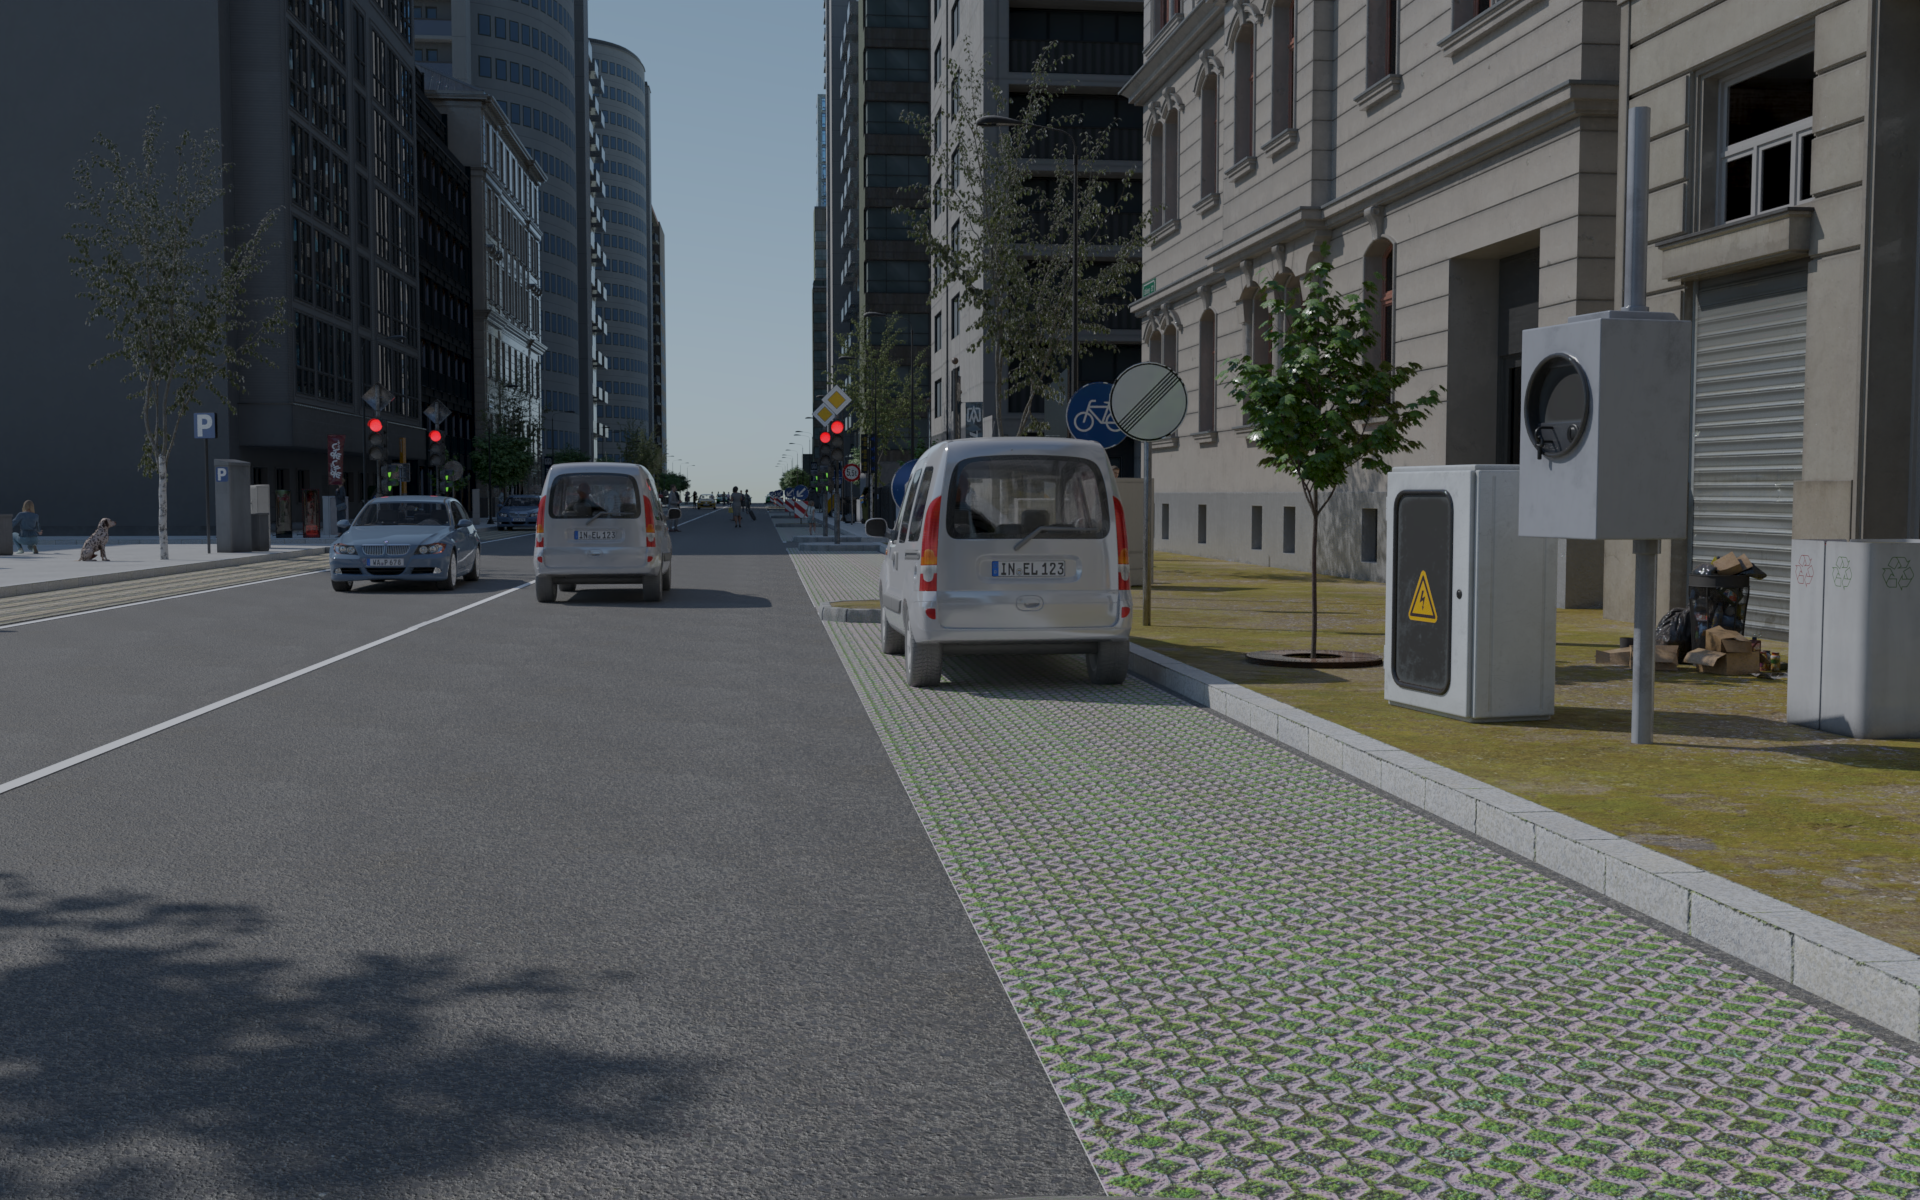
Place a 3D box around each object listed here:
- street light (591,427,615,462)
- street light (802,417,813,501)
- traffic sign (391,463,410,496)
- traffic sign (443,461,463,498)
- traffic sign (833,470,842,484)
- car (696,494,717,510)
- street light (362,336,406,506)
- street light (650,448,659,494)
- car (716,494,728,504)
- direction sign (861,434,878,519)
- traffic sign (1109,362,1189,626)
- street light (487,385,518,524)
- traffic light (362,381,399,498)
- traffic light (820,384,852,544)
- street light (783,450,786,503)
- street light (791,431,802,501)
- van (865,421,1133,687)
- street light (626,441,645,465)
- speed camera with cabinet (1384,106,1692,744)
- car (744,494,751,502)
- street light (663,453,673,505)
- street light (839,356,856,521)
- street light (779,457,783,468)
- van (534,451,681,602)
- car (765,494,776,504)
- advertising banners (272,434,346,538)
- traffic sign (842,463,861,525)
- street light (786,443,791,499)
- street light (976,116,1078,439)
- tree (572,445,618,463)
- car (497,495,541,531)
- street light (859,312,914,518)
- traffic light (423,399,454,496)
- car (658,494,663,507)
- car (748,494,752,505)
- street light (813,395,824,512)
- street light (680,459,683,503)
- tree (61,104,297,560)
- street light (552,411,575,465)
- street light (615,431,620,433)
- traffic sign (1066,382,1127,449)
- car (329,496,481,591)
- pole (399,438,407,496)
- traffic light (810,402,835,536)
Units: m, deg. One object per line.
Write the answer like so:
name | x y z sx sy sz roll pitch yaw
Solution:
street light | -24.749 -8.967 119.155 1.470 5.913 1.316 0 4 -7
street light | -8.617 -8.062 104.352 1.470 5.913 1.316 0 4 -7
traffic sign | -18.547 -3.383 57.442 0.606 2.300 0.079 0 4 1
traffic sign | -19.335 -4.034 66.061 0.768 2.556 0.104 0 4 -6
traffic sign | -6.431 -5.546 90.782 0.768 2.556 0.104 0 4 0
car | -23.682 -9.277 161.906 2.015 1.641 3.980 0 4 -7
street light | -16.917 -4.788 50.821 1.470 5.913 1.316 0 4 -7
street light | -31.231 -12.313 173.865 1.470 5.913 1.316 0 4 -7
car | -35.061 -15.111 255.860 1.959 1.807 4.718 0 4 -5
direction sign | -3.410 -4.474 65.141 0.876 3.537 0.379 3 5 43
traffic sign | 1.820 -1.021 16.799 0.768 2.556 0.104 0 4 0
street light | -19.413 -6.175 73.505 1.470 5.913 1.316 0 4 -7
traffic light | -14.465 -3.318 43.175 0.839 4.253 0.868 0 4 -7
traffic light | -3.181 -3.399 44.496 0.839 4.253 0.868 0 4 -7
street light | -17.470 -12.719 180.490 1.470 5.913 1.316 0 4 -7
street light | -12.194 -9.904 134.465 1.470 5.913 1.316 0 4 -7
van | 0.262 -0.443 14.253 2.013 2.044 4.112 0 4 -7
street light | -28.388 -10.884 150.489 1.470 5.913 1.316 0 4 -7
speed camera with cabinet | 3.115 -0.932 9.578 0.660 3.252 2.038 -1 4 -16
car | -22.674 -10.257 179.502 2.131 1.459 4.920 0 4 -7
street light | -33.784 -13.731 197.045 1.470 5.913 1.316 0 4 -7
street light | -3.388 -5.260 58.544 1.470 5.913 1.316 0 4 -7
street light | -21.625 -14.962 217.166 1.470 5.913 1.316 0 4 -7
van | -4.964 -1.062 24.378 2.013 2.044 4.112 0 4 -7
car | -27.258 -14.798 250.746 1.959 1.807 4.718 0 4 -5
advertising banners | -18.955 -3.320 50.466 2.074 3.025 0.090 -1 4 -14
traffic sign | -4.486 -4.382 71.749 0.768 2.556 0.104 0 4 -5
street light | -14.800 -11.290 157.137 1.470 5.913 1.316 0 4 -7
street light | 0.892 -2.994 21.494 1.470 5.913 1.316 0 4 -7
tree | -24.623 -7.673 109.165 4.285 4.588 4.351 0 3 0
car | -17.236 -3.462 68.608 2.014 1.417 4.499 0 4 -8
street light | -1.760 -4.397 44.437 1.470 5.913 1.316 0 4 -7
traffic light | -15.386 -3.803 51.107 0.839 4.253 0.868 0 4 -7
car | -15.177 -4.479 81.903 2.281 1.827 5.304 0 4 -8
car | -29.100 -13.591 234.214 2.014 1.417 4.499 0 4 -7
street light | -6.048 -6.669 81.586 1.470 5.913 1.316 0 4 -7
street light | -37.966 -15.887 232.296 1.470 5.913 1.316 0 4 -7
tree | -15.458 -5.108 33.871 4.360 8.622 3.978 0 3 0
street light | -22.118 -7.581 96.486 1.470 5.913 1.316 0 4 -7
street light | -25.796 -9.497 127.816 1.470 5.913 1.316 0 4 -7
traffic sign | 1.584 -1.202 19.756 0.768 2.556 0.104 0 4 -1
car | -8.611 -0.927 27.160 2.014 1.417 4.499 -1 4 -8
pole | -20.183 -4.217 62.797 0.158 3.312 0.155 0 3 0
traffic light | -4.102 -3.884 52.428 0.839 4.253 0.868 0 4 -7
